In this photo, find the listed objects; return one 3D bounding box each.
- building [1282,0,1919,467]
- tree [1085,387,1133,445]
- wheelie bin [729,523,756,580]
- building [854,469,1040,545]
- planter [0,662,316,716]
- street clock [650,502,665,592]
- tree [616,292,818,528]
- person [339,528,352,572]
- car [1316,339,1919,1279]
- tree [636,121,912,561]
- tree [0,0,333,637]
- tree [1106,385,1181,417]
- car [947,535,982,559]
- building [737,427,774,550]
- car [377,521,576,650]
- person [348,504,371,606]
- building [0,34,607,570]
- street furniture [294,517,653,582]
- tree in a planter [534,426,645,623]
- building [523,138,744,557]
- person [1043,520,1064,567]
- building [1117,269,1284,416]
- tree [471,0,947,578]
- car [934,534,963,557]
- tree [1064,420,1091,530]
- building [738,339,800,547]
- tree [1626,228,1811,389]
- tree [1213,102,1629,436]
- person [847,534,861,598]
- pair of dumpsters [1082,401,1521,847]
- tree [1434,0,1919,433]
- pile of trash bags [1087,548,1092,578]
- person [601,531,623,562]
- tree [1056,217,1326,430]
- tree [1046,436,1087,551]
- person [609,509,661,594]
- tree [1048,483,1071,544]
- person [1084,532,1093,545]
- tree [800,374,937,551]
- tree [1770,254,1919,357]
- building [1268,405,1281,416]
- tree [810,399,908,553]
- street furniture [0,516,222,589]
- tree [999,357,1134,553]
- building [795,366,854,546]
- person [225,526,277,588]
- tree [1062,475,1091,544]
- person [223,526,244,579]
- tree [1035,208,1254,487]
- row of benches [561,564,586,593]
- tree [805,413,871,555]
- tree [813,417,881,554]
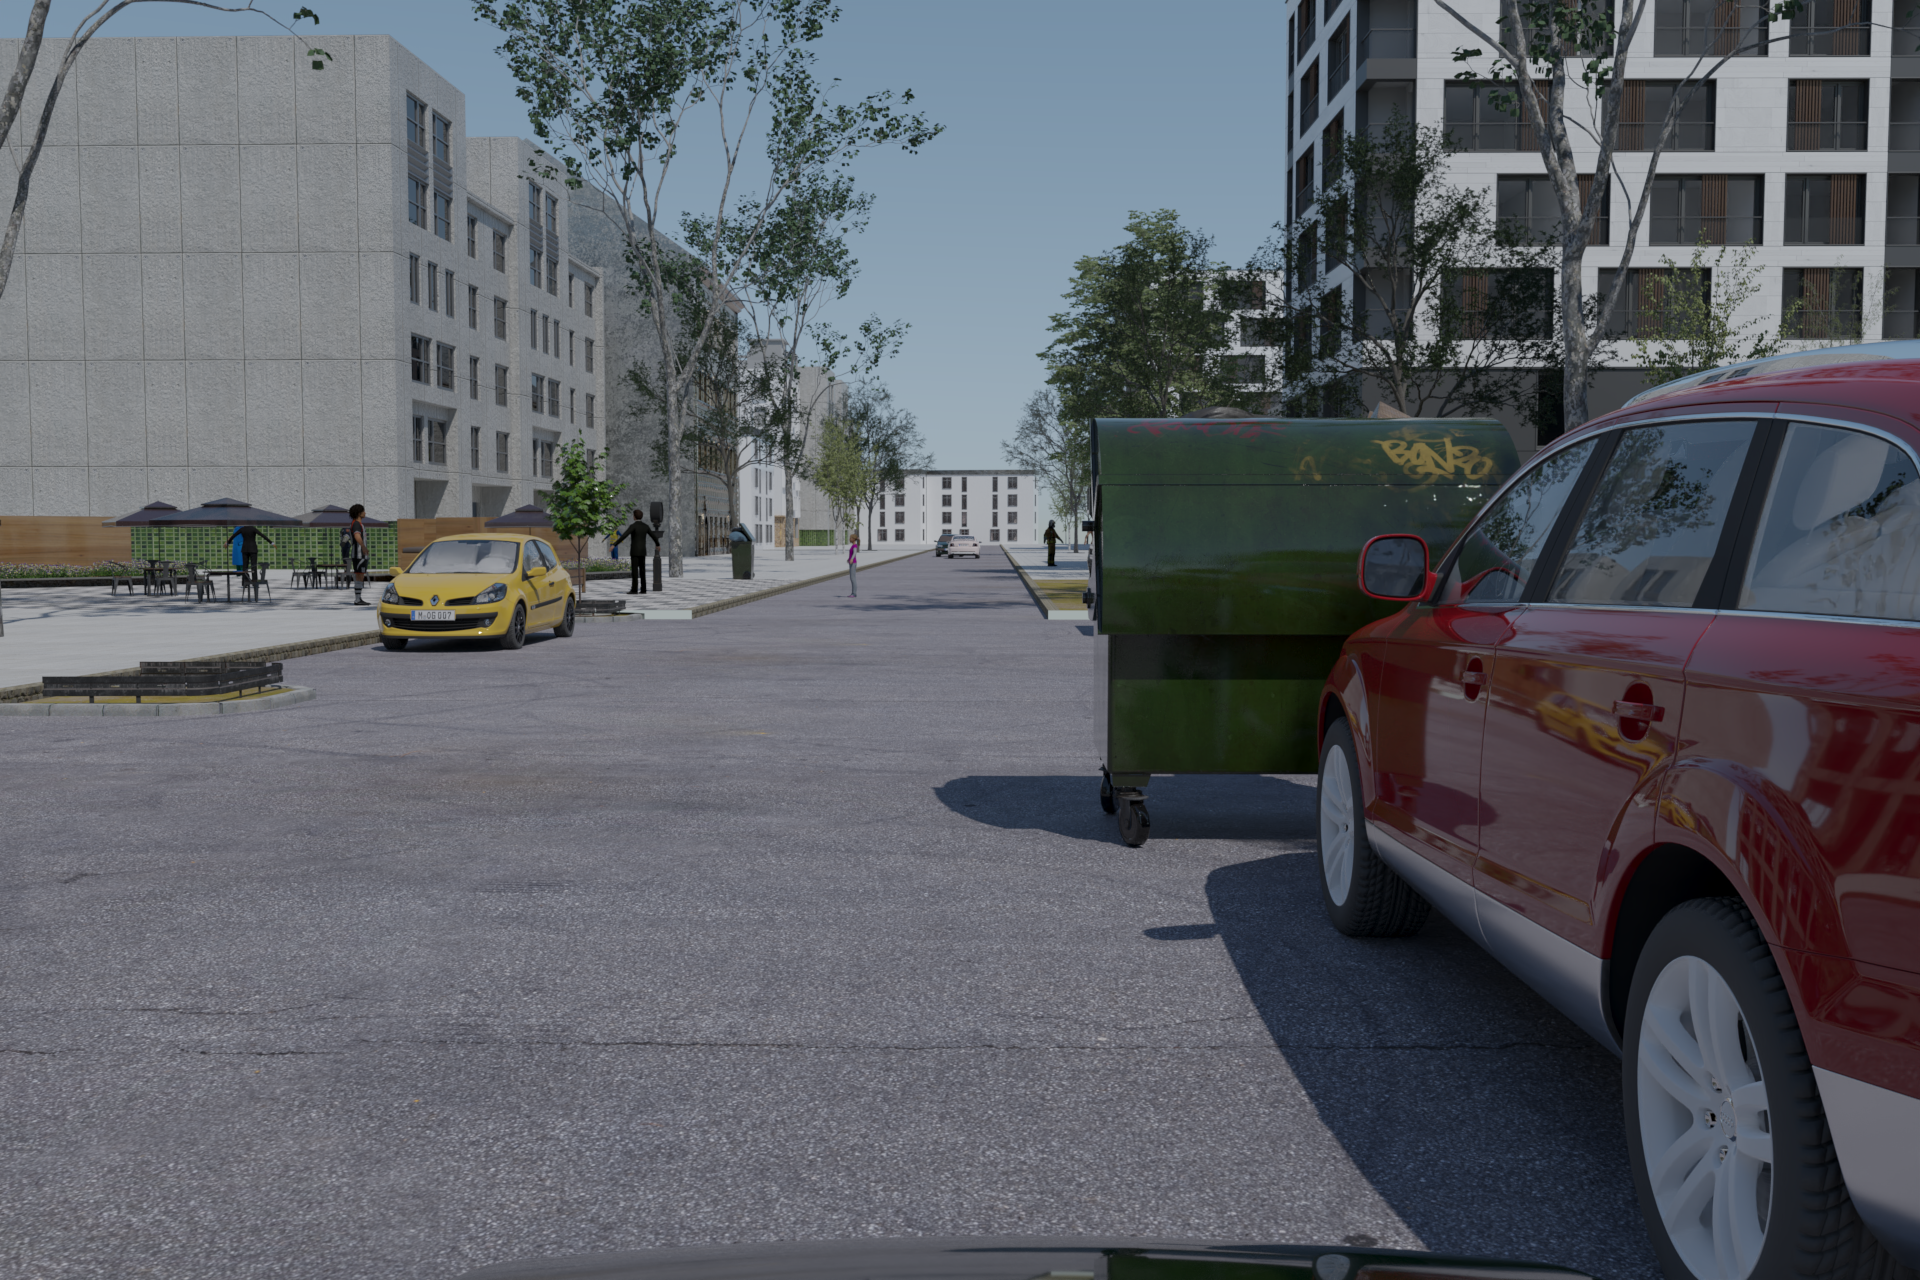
[{"bbox_3d":[26.431,-13.764,69.009,27.936,21.610,32.646,0,4,1],"label":"building"},{"bbox_3d":[7.357,-8.085,82.556,4.360,8.622,3.978,0,3,0],"label":"tree"},{"bbox_3d":[-6.163,-2.514,49.004,0.693,1.594,0.980,0,4,3],"label":"wheelie bin"},{"bbox_3d":[-4.216,-17.088,223.990,28.070,9.664,9.099,1,4,10],"label":"building"},{"bbox_3d":[-6.606,0.400,14.604,1.991,0.319,1.994,0,4,2],"label":"planter"},{"bbox_3d":[-6.758,-2.083,38.634,0.358,2.002,0.471,0,4,1],"label":"street clock"},{"bbox_3d":[-8.965,-8.112,67.041,7.601,10.594,8.767,1,4,20],"label":"tree"},{"bbox_3d":[-18.548,-2.840,52.205,0.705,1.856,1.354,-1,4,-22],"label":"person"},{"bbox_3d":[2.329,0.252,4.555,2.281,1.827,5.304,0,4,1],"label":"car"},{"bbox_3d":[-8.690,-13.768,81.000,12.611,20.169,13.585,0,3,0],"label":"tree"},{"bbox_3d":[-11.079,-10.034,19.951,12.611,20.169,13.585,0,3,0],"label":"tree"},{"bbox_3d":[7.468,-7.293,69.609,4.360,8.622,3.978,0,3,0],"label":"tree"},{"bbox_3d":[0.247,-5.467,101.743,2.083,1.381,4.827,0,4,1],"label":"car"},{"bbox_3d":[-20.373,-12.649,148.957,9.099,9.664,28.070,0,4,1],"label":"building"},{"bbox_3d":[-6.278,-0.763,22.704,2.015,1.641,3.980,0,4,1],"label":"car"},{"bbox_3d":[-10.747,-1.524,31.067,0.704,1.843,1.345,-1,4,-21],"label":"person"},{"bbox_3d":[-27.993,-12.920,77.698,16.747,18.905,31.486,0,4,2],"label":"building"},{"bbox_3d":[-12.083,-2.571,48.882,9.812,1.723,11.010,1,4,17],"label":"street furniture"},{"bbox_3d":[-6.366,-1.937,28.893,1.991,3.239,1.994,0,4,1],"label":"tree in a planter"},{"bbox_3d":[-23.992,-16.807,105.727,19.493,23.208,18.063,0,4,0],"label":"building"},{"bbox_3d":[3.650,-3.842,68.592,0.705,1.858,1.354,3,4,36],"label":"person"},{"bbox_3d":[27.244,-18.722,150.083,27.936,21.610,32.646,0,4,1],"label":"building"},{"bbox_3d":[-7.263,-11.845,49.552,12.611,20.169,13.585,0,3,0],"label":"tree"},{"bbox_3d":[-0.630,-6.087,109.301,2.009,1.686,4.222,0,4,1],"label":"car"},{"bbox_3d":[7.342,-8.841,94.917,4.360,8.622,3.978,0,3,0],"label":"tree"},{"bbox_3d":[-22.058,-19.112,168.900,16.016,20.090,11.380,0,4,1],"label":"building"},{"bbox_3d":[18.419,-5.646,42.676,4.737,8.622,4.395,0,3,0],"label":"tree"},{"bbox_3d":[9.906,-6.268,36.888,8.767,10.594,7.601,0,4,-4],"label":"tree"},{"bbox_3d":[-2.476,-1.676,39.121,0.599,1.433,0.991,0,4,-8],"label":"person"},{"bbox_3d":[2.807,-0.210,8.379,4.436,2.255,1.574,0,4,1],"label":"pair of dumpsters"},{"bbox_3d":[8.700,-10.309,24.440,12.611,20.169,13.585,0,3,0],"label":"tree"},{"bbox_3d":[3.728,-1.725,37.951,1.912,1.369,3.447,0,4,-1],"label":"pile of trash bags"},{"bbox_3d":[-13.812,-3.819,68.905,1.216,1.772,0.721,3,4,36],"label":"person"},{"bbox_3d":[6.509,-7.090,50.336,8.767,10.594,7.601,1,4,20],"label":"tree"},{"bbox_3d":[8.256,-11.021,130.558,4.360,8.622,3.978,0,3,0],"label":"tree"},{"bbox_3d":[-6.878,-1.879,36.907,0.705,1.806,1.347,3,5,42],"label":"person"},{"bbox_3d":[13.649,-16.902,226.710,4.737,8.622,4.395,0,3,0],"label":"tree"},{"bbox_3d":[4.470,-3.056,56.764,1.217,1.733,0.721,-3,5,-44],"label":"person"},{"bbox_3d":[-6.923,-13.587,132.513,12.009,13.543,11.850,0,3,0],"label":"tree"},{"bbox_3d":[23.295,-5.885,46.575,4.360,8.622,3.978,0,3,0],"label":"tree"},{"bbox_3d":[25.119,-9.845,103.110,9.099,9.664,28.070,0,4,1],"label":"building"},{"bbox_3d":[-6.767,-11.293,119.056,7.601,10.594,8.767,-3,5,-43],"label":"tree"},{"bbox_3d":[-22.754,-2.258,43.768,9.812,1.723,11.010,3,4,38],"label":"street furniture"},{"bbox_3d":[7.699,-12.525,115.147,12.009,13.543,11.850,0,3,0],"label":"tree"},{"bbox_3d":[-21.920,-20.323,198.739,16.747,18.905,31.486,0,4,2],"label":"building"},{"bbox_3d":[-16.787,-2.096,40.989,1.216,1.740,0.721,0,4,-2],"label":"person"},{"bbox_3d":[16.472,-17.417,219.178,7.601,10.594,8.767,0,4,-4],"label":"tree"},{"bbox_3d":[-20.747,-2.672,49.818,1.347,1.817,0.704,3,5,39],"label":"person"},{"bbox_3d":[6.461,-8.711,60.559,7.486,12.596,7.792,0,3,0],"label":"tree"},{"bbox_3d":[-8.764,-1.240,35.743,1.422,0.672,4.104,1,4,9],"label":"row of benches"},{"bbox_3d":[-7.421,-9.431,104.567,4.737,8.622,4.395,0,3,0],"label":"tree"},{"bbox_3d":[-7.142,-9.746,109.711,4.737,8.622,4.395,0,3,0],"label":"tree"}]
